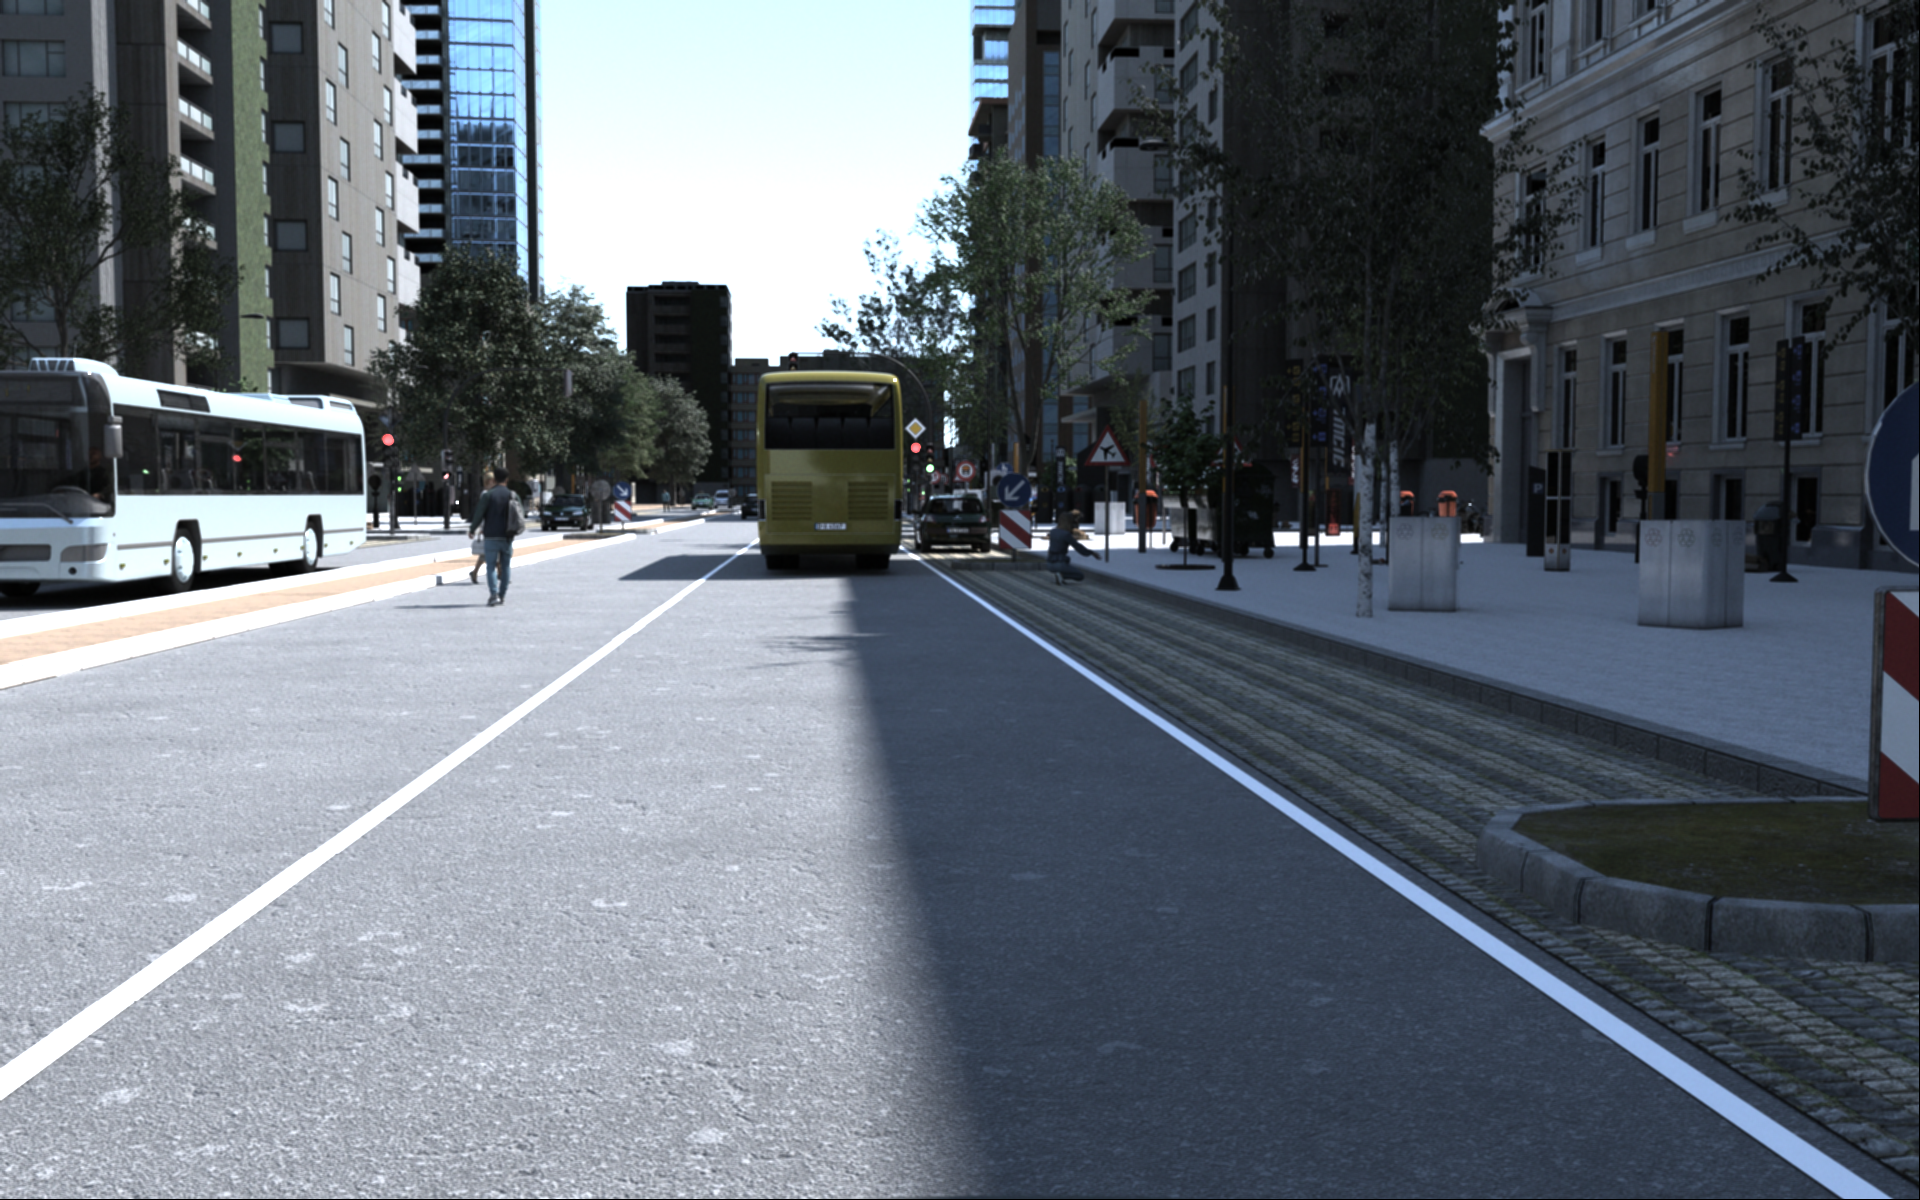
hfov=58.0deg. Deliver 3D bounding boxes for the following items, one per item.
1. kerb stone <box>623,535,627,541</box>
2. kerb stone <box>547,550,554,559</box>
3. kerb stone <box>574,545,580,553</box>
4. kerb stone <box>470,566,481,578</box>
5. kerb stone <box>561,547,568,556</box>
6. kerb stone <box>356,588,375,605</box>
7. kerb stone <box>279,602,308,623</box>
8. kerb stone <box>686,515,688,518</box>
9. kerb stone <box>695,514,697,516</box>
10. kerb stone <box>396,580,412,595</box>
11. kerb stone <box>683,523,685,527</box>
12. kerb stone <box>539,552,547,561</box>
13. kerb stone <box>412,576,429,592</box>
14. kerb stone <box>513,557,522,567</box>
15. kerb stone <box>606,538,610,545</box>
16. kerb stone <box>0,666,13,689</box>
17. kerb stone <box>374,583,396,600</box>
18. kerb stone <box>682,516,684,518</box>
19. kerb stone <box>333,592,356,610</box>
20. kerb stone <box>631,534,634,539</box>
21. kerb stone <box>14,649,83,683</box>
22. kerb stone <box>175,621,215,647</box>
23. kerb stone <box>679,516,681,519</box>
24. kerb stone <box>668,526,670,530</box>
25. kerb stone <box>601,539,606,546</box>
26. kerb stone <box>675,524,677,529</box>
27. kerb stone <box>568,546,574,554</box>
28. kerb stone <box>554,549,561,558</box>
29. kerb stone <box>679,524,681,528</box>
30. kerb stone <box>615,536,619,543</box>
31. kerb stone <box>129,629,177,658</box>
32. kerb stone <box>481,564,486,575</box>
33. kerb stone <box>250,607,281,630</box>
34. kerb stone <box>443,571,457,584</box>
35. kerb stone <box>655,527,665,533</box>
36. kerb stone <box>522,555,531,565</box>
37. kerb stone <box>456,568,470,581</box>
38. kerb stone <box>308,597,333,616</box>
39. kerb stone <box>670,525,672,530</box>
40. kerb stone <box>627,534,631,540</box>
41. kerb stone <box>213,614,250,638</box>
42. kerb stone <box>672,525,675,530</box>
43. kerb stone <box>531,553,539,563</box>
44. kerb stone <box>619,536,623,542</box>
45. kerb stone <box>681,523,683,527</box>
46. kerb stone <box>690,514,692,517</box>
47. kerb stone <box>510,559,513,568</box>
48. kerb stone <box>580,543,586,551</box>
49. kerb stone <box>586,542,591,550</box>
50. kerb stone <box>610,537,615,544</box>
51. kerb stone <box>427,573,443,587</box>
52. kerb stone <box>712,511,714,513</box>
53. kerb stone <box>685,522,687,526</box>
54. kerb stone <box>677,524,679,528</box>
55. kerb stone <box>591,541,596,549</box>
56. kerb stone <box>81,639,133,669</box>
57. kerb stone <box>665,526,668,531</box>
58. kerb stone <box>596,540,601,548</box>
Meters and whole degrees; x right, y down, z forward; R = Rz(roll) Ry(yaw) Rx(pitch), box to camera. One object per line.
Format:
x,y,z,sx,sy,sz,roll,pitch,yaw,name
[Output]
-10.272,-1.848,52.416,0.120,0.150,1.000,0,4,-5,kerb stone
-9.136,-0.971,38.115,0.120,0.150,1.000,0,4,-5,kerb stone
-9.460,-1.224,42.210,0.120,0.150,1.000,0,4,-5,kerb stone
-8.482,-0.473,29.950,0.120,0.150,1.000,0,4,-5,kerb stone
-9.291,-1.099,40.166,0.120,0.150,1.000,0,4,-5,kerb stone
-7.915,-0.031,22.787,0.120,0.150,1.000,0,4,-5,kerb stone
-7.660,0.152,19.715,0.120,0.150,1.000,0,4,-5,kerb stone
-16.411,-4.932,102.831,0.120,0.150,1.000,0,4,-5,kerb stone
-16.981,-5.369,109.978,0.120,0.150,1.000,0,4,-5,kerb stone
-8.068,-0.161,24.836,0.120,0.150,1.000,0,4,-5,kerb stone
-12.030,-3.189,74.437,0.120,0.150,1.000,0,4,-5,kerb stone
-9.050,-0.911,37.086,0.120,0.150,1.000,0,4,-5,kerb stone
-8.142,-0.217,25.857,0.120,0.150,1.000,0,4,-5,kerb stone
-8.813,-0.721,34.030,0.120,0.150,1.000,0,4,-5,kerb stone
-9.950,-1.599,48.339,0.120,0.150,1.000,0,4,-5,kerb stone
-7.087,0.597,12.549,0.120,0.150,1.000,0,4,-5,kerb stone
-7.980,-0.099,23.809,0.120,0.150,1.000,0,4,-5,kerb stone
-16.154,-4.743,99.770,0.120,0.150,1.000,0,4,-5,kerb stone
-7.825,0.031,21.768,0.120,0.150,1.000,0,4,-5,kerb stone
-10.436,-1.973,54.459,0.120,0.150,1.000,0,4,-5,kerb stone
-7.171,0.527,13.576,0.120,0.150,1.000,0,4,-5,kerb stone
-7.423,0.339,16.647,0.120,0.150,1.000,0,4,-5,kerb stone
-16.001,-4.619,97.717,0.120,0.150,1.000,0,4,-5,kerb stone
-11.467,-2.756,67.264,0.120,0.150,1.000,0,4,-5,kerb stone
-9.867,-1.537,47.320,0.120,0.150,1.000,0,4,-5,kerb stone
-11.706,-2.943,70.332,0.120,0.150,1.000,0,4,-5,kerb stone
-9.376,-1.162,41.192,0.120,0.150,1.000,0,4,-5,kerb stone
-9.208,-1.033,39.147,0.120,0.150,1.000,0,4,-5,kerb stone
-11.866,-3.070,72.390,0.120,0.150,1.000,0,4,-5,kerb stone
-10.111,-1.724,50.377,0.120,0.150,1.000,0,4,-5,kerb stone
-7.338,0.402,15.626,0.120,0.150,1.000,0,4,-5,kerb stone
-8.563,-0.537,30.969,0.120,0.150,1.000,0,4,-5,kerb stone
-7.579,0.215,18.696,0.120,0.150,1.000,0,4,-5,kerb stone
-8.319,-0.343,27.904,0.120,0.150,1.000,0,4,-5,kerb stone
-11.294,-2.631,65.221,0.120,0.150,1.000,0,4,-5,kerb stone
-8.885,-0.784,35.049,0.120,0.150,1.000,0,4,-5,kerb stone
-8.396,-0.408,28.924,0.120,0.150,1.000,0,4,-5,kerb stone
-7.745,0.098,20.734,0.120,0.150,1.000,0,4,-5,kerb stone
-11.543,-2.817,68.294,0.120,0.150,1.000,0,4,-5,kerb stone
-10.353,-1.911,53.440,0.120,0.150,1.000,0,4,-5,kerb stone
-7.500,0.278,17.675,0.120,0.150,1.000,0,4,-5,kerb stone
-11.624,-2.882,69.313,0.120,0.150,1.000,0,4,-5,kerb stone
-8.959,-0.848,36.068,0.120,0.150,1.000,0,4,-5,kerb stone
-10.186,-1.785,51.398,0.120,0.150,1.000,0,4,-5,kerb stone
-11.950,-3.128,73.409,0.120,0.150,1.000,0,4,-5,kerb stone
-16.654,-5.117,105.897,0.120,0.150,1.000,0,4,-5,kerb stone
-8.724,-0.660,33.011,0.120,0.150,1.000,0,4,-5,kerb stone
-9.539,-1.287,43.236,0.120,0.150,1.000,0,4,-5,kerb stone
-9.625,-1.349,44.259,0.120,0.150,1.000,0,4,-5,kerb stone
-10.033,-1.658,49.359,0.120,0.150,1.000,0,4,-5,kerb stone
-8.239,-0.287,26.883,0.120,0.150,1.000,0,4,-5,kerb stone
-18.361,-6.428,127.330,0.120,0.150,1.000,0,4,-5,kerb stone
-12.115,-3.255,75.461,0.120,0.150,1.000,0,4,-5,kerb stone
-11.785,-3.007,71.363,0.120,0.150,1.000,0,4,-5,kerb stone
-9.706,-1.412,45.277,0.120,0.150,1.000,0,4,-5,kerb stone
-7.256,0.464,14.603,0.120,0.150,1.000,0,4,-5,kerb stone
-11.377,-2.690,66.246,0.120,0.150,1.000,0,4,-5,kerb stone
-9.789,-1.474,46.301,0.120,0.150,1.000,0,4,-5,kerb stone
